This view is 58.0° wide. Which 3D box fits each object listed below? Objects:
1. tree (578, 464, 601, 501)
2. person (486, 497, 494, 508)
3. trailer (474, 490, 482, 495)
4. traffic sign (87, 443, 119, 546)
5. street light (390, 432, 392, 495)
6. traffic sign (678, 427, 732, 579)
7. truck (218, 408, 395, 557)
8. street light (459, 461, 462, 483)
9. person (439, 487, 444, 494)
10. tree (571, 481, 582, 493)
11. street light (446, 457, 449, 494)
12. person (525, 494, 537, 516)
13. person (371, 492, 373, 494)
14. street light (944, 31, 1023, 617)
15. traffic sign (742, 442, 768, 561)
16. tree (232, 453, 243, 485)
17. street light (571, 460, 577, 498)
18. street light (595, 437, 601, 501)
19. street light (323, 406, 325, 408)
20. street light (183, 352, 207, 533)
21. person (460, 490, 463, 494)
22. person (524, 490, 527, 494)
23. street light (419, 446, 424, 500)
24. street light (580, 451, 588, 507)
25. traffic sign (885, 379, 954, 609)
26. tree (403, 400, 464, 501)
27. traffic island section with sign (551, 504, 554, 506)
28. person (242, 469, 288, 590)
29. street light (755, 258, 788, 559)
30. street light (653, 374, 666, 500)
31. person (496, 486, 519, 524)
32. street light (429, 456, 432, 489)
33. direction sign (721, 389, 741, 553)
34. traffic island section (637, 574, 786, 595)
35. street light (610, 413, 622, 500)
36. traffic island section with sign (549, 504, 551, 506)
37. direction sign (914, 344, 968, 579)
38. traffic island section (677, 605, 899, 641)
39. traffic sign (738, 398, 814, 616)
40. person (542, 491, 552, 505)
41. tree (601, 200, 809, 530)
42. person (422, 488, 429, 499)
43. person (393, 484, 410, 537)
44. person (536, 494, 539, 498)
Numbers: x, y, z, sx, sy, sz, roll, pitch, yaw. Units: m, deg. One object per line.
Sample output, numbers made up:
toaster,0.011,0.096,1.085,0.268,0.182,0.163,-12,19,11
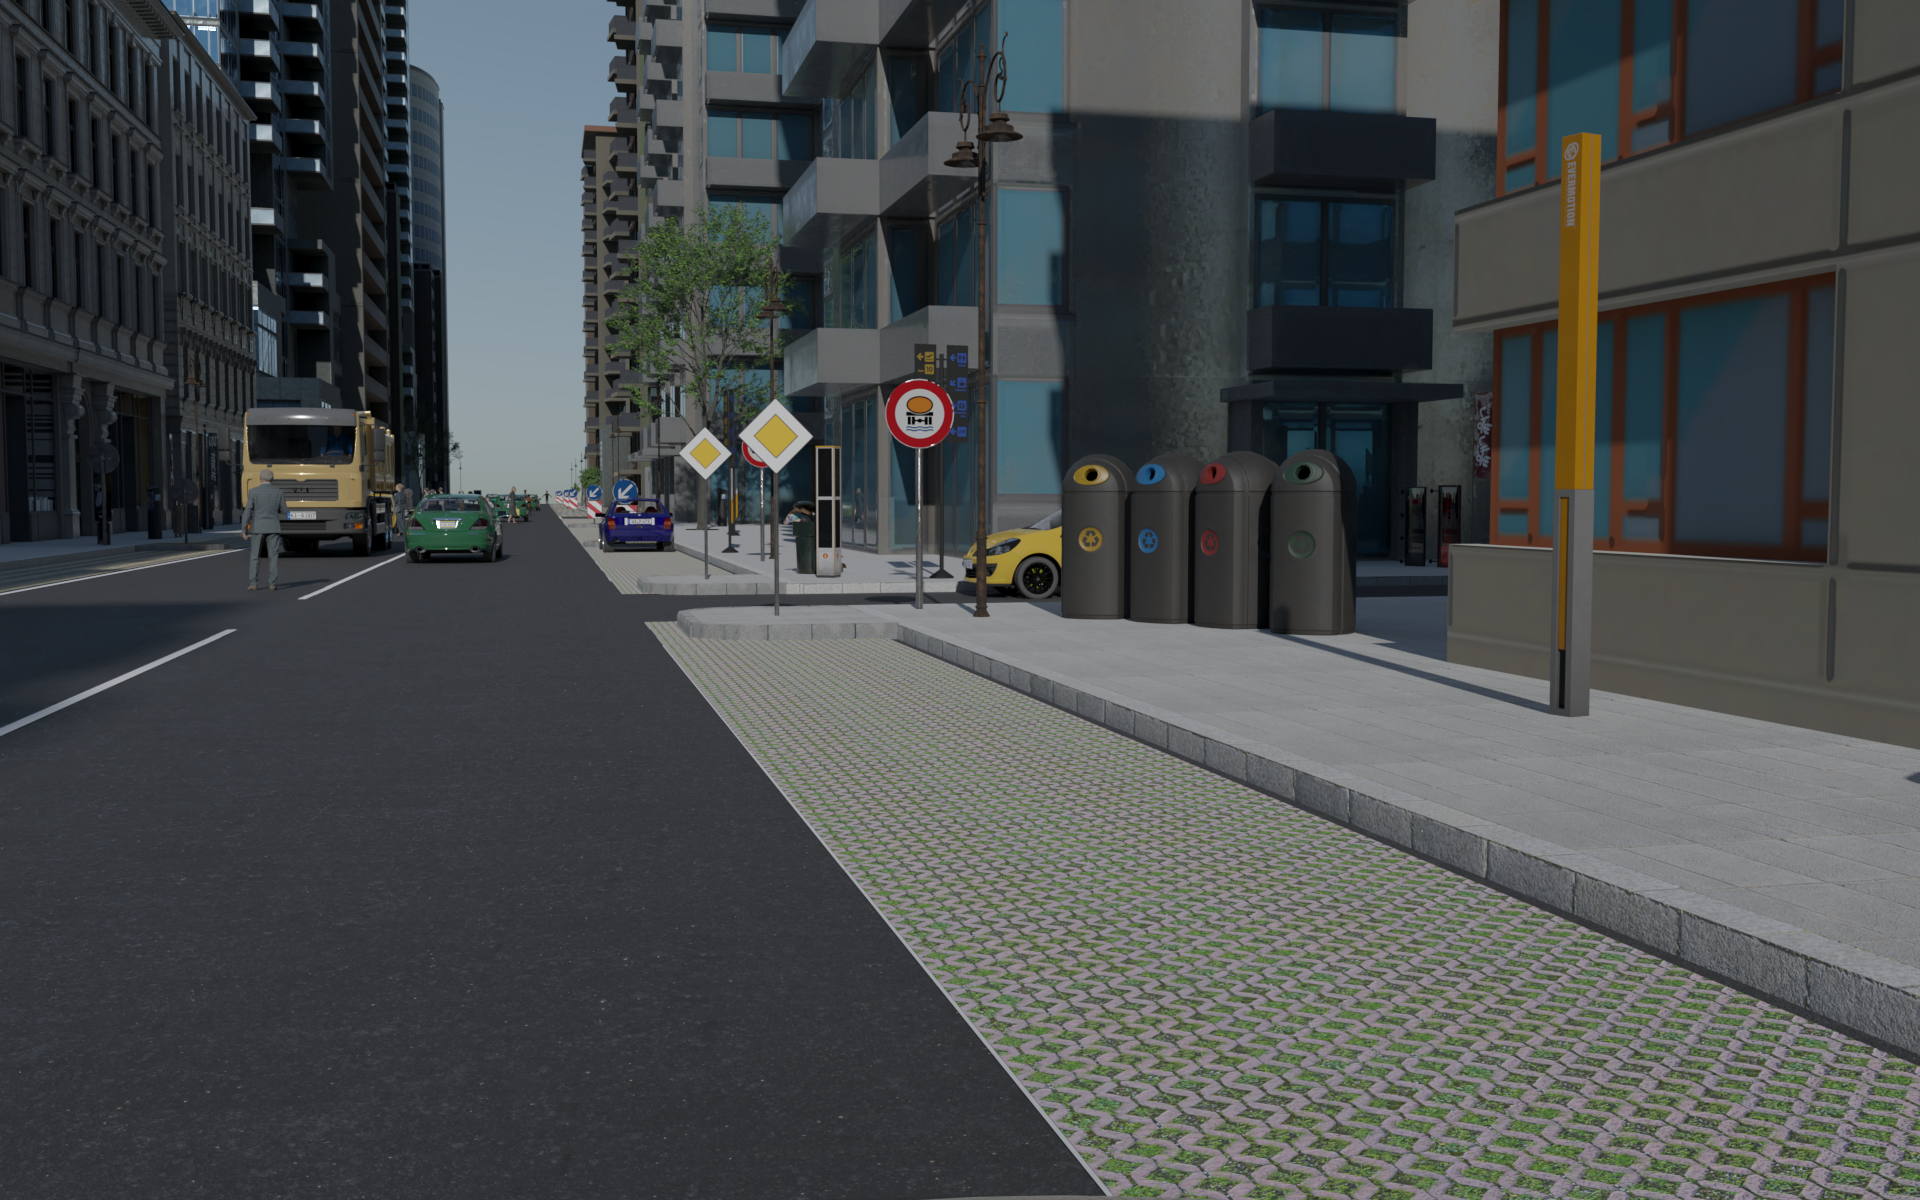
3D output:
tree,-39.091,-12.289,184.632,4.285,4.588,4.351,0,3,0
person,-20.962,-3.934,77.106,0.425,1.301,0.394,0,4,-1
trailer,-69.685,-14.867,250.125,1.471,1.999,3.904,-1,4,-12
traffic sign,-21.252,-2.622,42.968,0.768,2.556,0.104,0,4,-6
street light,-42.680,-9.615,129.988,0.468,5.910,1.993,-1,4,-14
traffic sign,-3.813,-1.365,25.963,0.795,2.450,0.064,-1,4,-14
truck,-15.309,-2.797,41.651,3.469,3.379,9.791,-1,4,-14
street light,-70.251,-16.569,243.694,0.468,5.910,1.993,-1,4,-14
person,-27.638,-5.100,92.224,0.374,1.781,0.599,0,4,6
tree,-55.492,-15.612,249.855,1.663,3.219,1.824,0,3,0
street light,-62.535,-14.601,211.507,0.468,5.910,1.993,-1,4,-14
person,-28.484,-6.281,114.454,1.065,1.426,0.557,-1,4,-22
person,-26.546,-4.227,77.735,0.709,1.813,0.853,0,4,6
street light,0.224,-2.761,17.937,0.468,5.910,1.993,-1,4,-14
traffic sign,-3.767,-2.011,32.986,0.768,2.556,0.104,-1,4,-12
tree,-28.120,-4.570,69.321,1.663,3.219,1.824,0,3,0
street light,-49.139,-15.219,221.624,0.468,5.910,1.993,-1,4,-14
street light,-29.514,-10.295,141.108,0.468,5.910,1.993,-1,4,-14
street light,-32.799,-7.138,89.495,0.468,5.910,1.993,-1,4,-14
street light,-24.834,-5.112,56.371,0.468,5.910,1.993,-1,4,-14
person,-40.129,-7.988,139.840,0.721,1.736,1.217,-1,4,-20
person,-38.915,-8.956,154.900,0.705,1.831,1.348,-1,4,-12
street light,-50.574,-11.609,162.586,0.468,5.910,1.993,-1,4,-14
street light,-37.518,-12.276,173.508,0.468,5.910,1.993,-1,4,-14
traffic sign,-0.453,-1.171,19.256,0.768,2.556,0.104,-1,4,-8
tree,-53.036,-14.428,170.311,8.767,10.594,7.601,-1,4,-13
traffic island section with sign,-33.878,-8.576,148.842,1.989,1.847,2.006,-1,4,-14
person,-10.397,-1.053,25.887,0.661,1.801,0.590,-2,4,-32
street light,-3.693,-3.747,34.050,0.468,5.910,1.993,-1,4,-14
street light,-11.625,-5.756,66.893,0.468,5.910,1.993,-1,4,-14
person,-21.536,-4.492,82.163,0.699,1.804,1.509,3,5,43
street light,-54.513,-12.583,178.514,0.468,5.910,1.993,-1,4,-14
direction sign,-5.027,-2.798,37.751,0.379,3.537,0.876,-1,4,-21
traffic island section,-3.792,-0.230,26.045,2.009,0.180,2.903,-1,4,-14
street light,-19.534,-7.723,99.051,0.468,5.910,1.993,-1,4,-14
traffic island section with sign,-47.109,-11.915,203.439,1.989,1.847,2.006,-1,4,-14
direction sign,-0.279,-2.099,26.316,0.876,3.537,0.379,-2,4,-24
traffic island section,-1.913,0.244,18.284,2.009,0.180,2.903,-1,4,-14
traffic sign,-1.934,-0.890,18.201,0.795,2.450,0.064,-1,4,-14
person,-52.364,-12.930,219.529,1.348,1.869,0.705,-1,4,-23
tree,-9.034,-8.281,61.157,9.928,11.665,9.643,0,3,0
person,-29.488,-5.304,95.553,0.374,1.781,0.599,-2,4,-27
person,-18.642,-2.993,57.864,0.534,1.772,0.576,0,4,-1
person,-57.069,-13.559,233.450,1.065,1.426,0.557,2,4,27
